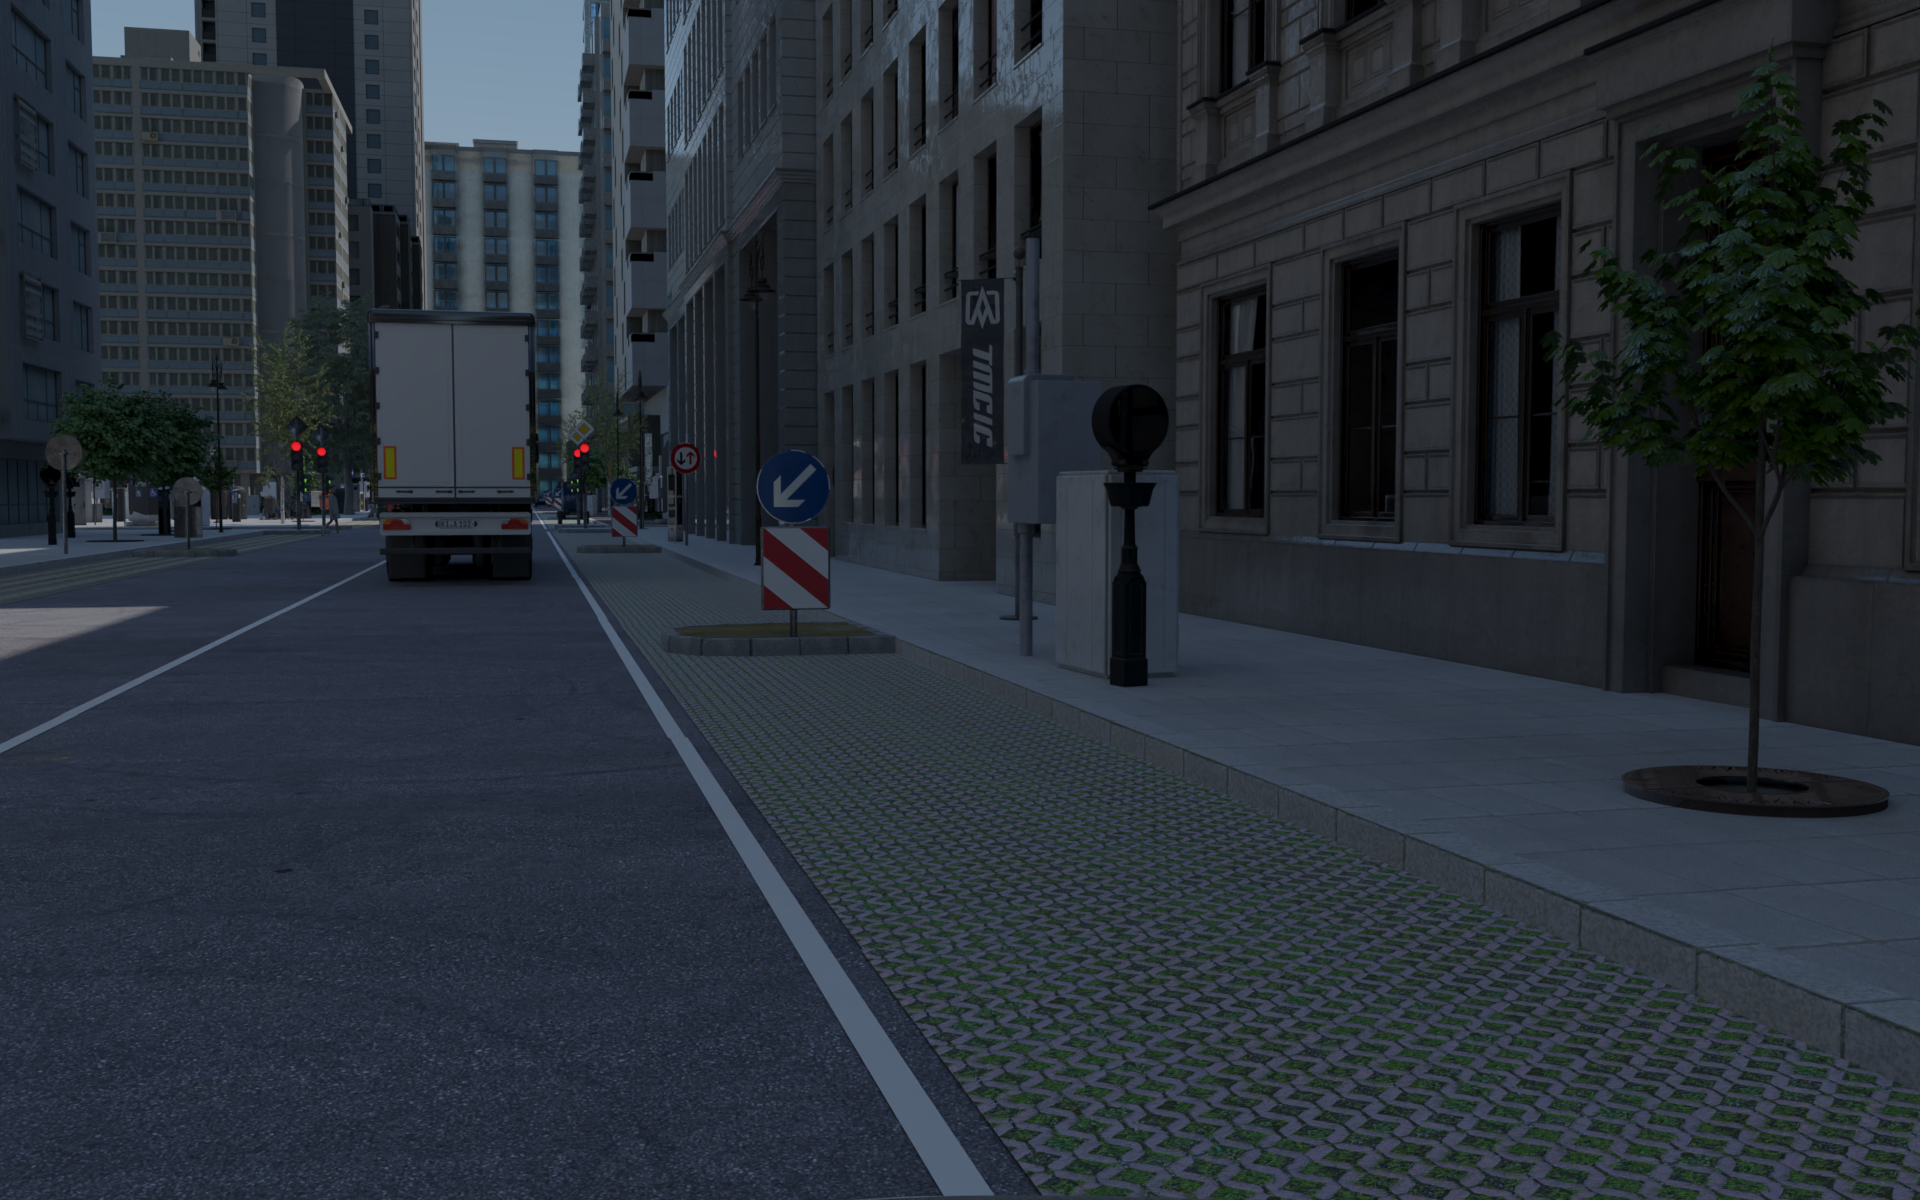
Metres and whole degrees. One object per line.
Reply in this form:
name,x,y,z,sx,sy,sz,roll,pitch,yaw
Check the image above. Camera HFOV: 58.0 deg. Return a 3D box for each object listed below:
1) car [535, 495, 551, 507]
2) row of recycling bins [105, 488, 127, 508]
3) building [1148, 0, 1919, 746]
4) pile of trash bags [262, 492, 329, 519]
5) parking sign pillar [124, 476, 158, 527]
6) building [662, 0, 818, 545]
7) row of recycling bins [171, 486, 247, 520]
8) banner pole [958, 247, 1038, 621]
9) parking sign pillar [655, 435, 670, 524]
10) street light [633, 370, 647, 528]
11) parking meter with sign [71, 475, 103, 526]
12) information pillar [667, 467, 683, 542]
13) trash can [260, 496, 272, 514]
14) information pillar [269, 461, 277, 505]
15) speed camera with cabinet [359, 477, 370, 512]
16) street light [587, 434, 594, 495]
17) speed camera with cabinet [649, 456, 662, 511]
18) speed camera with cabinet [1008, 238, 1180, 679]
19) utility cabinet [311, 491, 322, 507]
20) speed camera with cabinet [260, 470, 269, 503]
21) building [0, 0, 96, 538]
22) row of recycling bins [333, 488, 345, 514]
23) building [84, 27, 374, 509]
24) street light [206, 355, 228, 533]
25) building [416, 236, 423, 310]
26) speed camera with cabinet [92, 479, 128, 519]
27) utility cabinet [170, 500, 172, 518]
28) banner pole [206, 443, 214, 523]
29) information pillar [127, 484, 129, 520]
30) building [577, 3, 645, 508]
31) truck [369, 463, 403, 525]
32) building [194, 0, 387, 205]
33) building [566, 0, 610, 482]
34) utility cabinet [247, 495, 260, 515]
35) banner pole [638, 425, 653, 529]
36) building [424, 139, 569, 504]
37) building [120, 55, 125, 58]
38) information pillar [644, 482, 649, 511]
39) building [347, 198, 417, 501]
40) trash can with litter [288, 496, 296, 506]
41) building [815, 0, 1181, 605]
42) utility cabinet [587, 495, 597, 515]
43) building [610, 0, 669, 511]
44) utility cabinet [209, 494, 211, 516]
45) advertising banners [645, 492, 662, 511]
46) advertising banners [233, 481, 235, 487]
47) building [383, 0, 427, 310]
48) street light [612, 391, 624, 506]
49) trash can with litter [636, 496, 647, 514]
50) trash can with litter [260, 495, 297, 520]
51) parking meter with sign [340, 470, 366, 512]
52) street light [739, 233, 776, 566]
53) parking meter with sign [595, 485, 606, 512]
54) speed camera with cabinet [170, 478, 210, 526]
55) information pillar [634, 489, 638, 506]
car,-45.721,-10.841,189.826,1.945,1.354,3.894,-1,4,-14
row of recycling bins,-54.308,-6.410,111.911,1.069,1.692,3.534,-3,5,-42
building,9.006,-8.958,11.094,10.561,19.102,19.286,-1,4,-14
pile of trash bags,-34.497,-4.930,90.349,1.912,1.369,3.447,3,5,43
parking sign pillar,-32.442,-4.909,68.742,1.447,3.967,1.447,2,4,31
building,-2.008,-16.707,50.649,11.434,29.767,29.804,-1,4,-14
row of recycling bins,-37.612,-4.876,86.834,3.534,1.692,1.069,-3,4,-37
banner pole,0.384,-1.695,17.723,0.863,3.779,0.401,1,4,19
parking sign pillar,-12.498,-5.293,75.019,1.447,3.967,1.447,-2,4,-28
street light,-11.876,-5.604,64.414,0.468,5.910,1.993,-1,4,-14
parking meter with sign,-39.127,-4.954,77.259,0.543,3.016,1.738,1,4,20
information pillar,-7.655,-2.573,46.559,0.304,2.012,0.304,2,4,29
trash can,-42.934,-5.845,107.225,0.748,1.137,0.748,0,3,0
information pillar,-46.739,-7.736,117.832,0.504,3.616,0.183,0,4,5
speed camera with cabinet,-43.448,-8.028,125.594,0.660,3.252,2.038,0,4,2
street light,-23.747,-8.477,111.389,0.468,5.910,1.993,-1,4,-14
speed camera with cabinet,-15.282,-5.834,89.716,0.660,3.252,2.038,2,4,25
speed camera with cabinet,0.959,-1.136,12.907,0.660,3.252,2.038,-1,4,-18
utility cabinet,-47.713,-7.302,128.068,0.318,1.500,1.173,2,4,26
speed camera with cabinet,-52.841,-8.403,131.730,0.660,3.252,2.038,-2,4,-27
building,-34.795,-22.544,52.188,14.086,41.232,14.154,-1,4,-14
row of recycling bins,-40.296,-6.457,112.677,1.069,1.692,3.534,-1,4,-10
building,-66.195,-27.974,149.255,32.217,40.220,23.993,-1,4,-14
street light,-24.690,-5.193,57.701,0.468,5.910,1.993,-1,4,-14
building,-64.833,-25.256,184.640,14.160,30.474,14.107,-1,4,-14
speed camera with cabinet,-44.090,-5.866,90.239,2.038,3.252,0.660,0,4,2
utility cabinet,-42.321,-5.126,92.496,0.318,1.500,1.173,-2,4,-28
banner pole,-33.831,-5.397,78.250,0.401,3.779,0.863,1,4,12
information pillar,-39.958,-4.836,83.557,0.304,2.012,0.304,-1,4,-13
building,-26.940,-33.996,175.449,23.786,49.044,30.456,-1,4,-14
truck,-24.150,-5.371,76.728,2.839,4.237,11.283,-1,4,-12
building,-87.417,-48.290,227.796,20.611,71.187,20.563,-1,4,-14
building,-35.232,-54.554,204.635,22.319,86.520,31.000,-1,4,-14
utility cabinet,-43.016,-5.740,105.014,0.306,1.237,1.020,3,4,38
banner pole,-11.395,-4.458,62.898,0.401,3.779,0.863,-3,5,-44
building,-63.181,-37.747,236.778,30.456,49.044,23.786,-1,4,-14
building,-93.490,-34.986,195.714,21.600,48.544,21.300,-1,4,-14
information pillar,-19.046,-6.179,105.511,0.304,2.012,0.304,1,4,14
building,-61.519,-24.382,170.340,14.160,30.474,14.107,-1,4,-14
trash can with litter,-47.624,-6.865,123.631,0.624,1.170,1.055,0,4,-4
building,4.139,-10.625,28.466,10.420,20.320,16.860,-1,4,-14
utility cabinet,-22.263,-5.725,104.765,0.306,1.237,1.020,-2,4,-31
building,-11.813,-33.069,129.909,28.713,52.752,27.495,-1,4,-14
utility cabinet,-44.073,-5.612,100.441,1.173,1.500,0.318,0,4,4
advertising banners,-15.793,-5.900,92.659,2.074,3.025,0.090,-1,4,-20
advertising banners,-57.480,-8.591,136.647,0.090,3.025,2.074,-2,4,-35
building,-73.241,-46.653,201.030,20.611,71.187,20.563,-1,4,-14
street light,-15.367,-6.423,77.812,0.468,5.910,1.993,-1,4,-14
trash can with litter,-17.912,-5.337,98.651,1.055,1.170,0.624,1,4,18
trash can with litter,-33.709,-4.564,85.673,2.233,1.210,1.678,-2,4,-35
parking meter with sign,-43.274,-7.792,123.665,0.543,3.016,1.738,2,4,32
street light,-3.617,-3.558,30.955,0.468,5.910,1.993,-1,4,-14
parking meter with sign,-25.422,-7.635,121.085,1.738,3.016,0.543,2,4,29
speed camera with cabinet,-30.551,-4.544,68.627,0.660,3.252,2.038,0,4,6
information pillar,-27.266,-8.641,145.774,0.304,2.012,0.304,-2,4,-25
